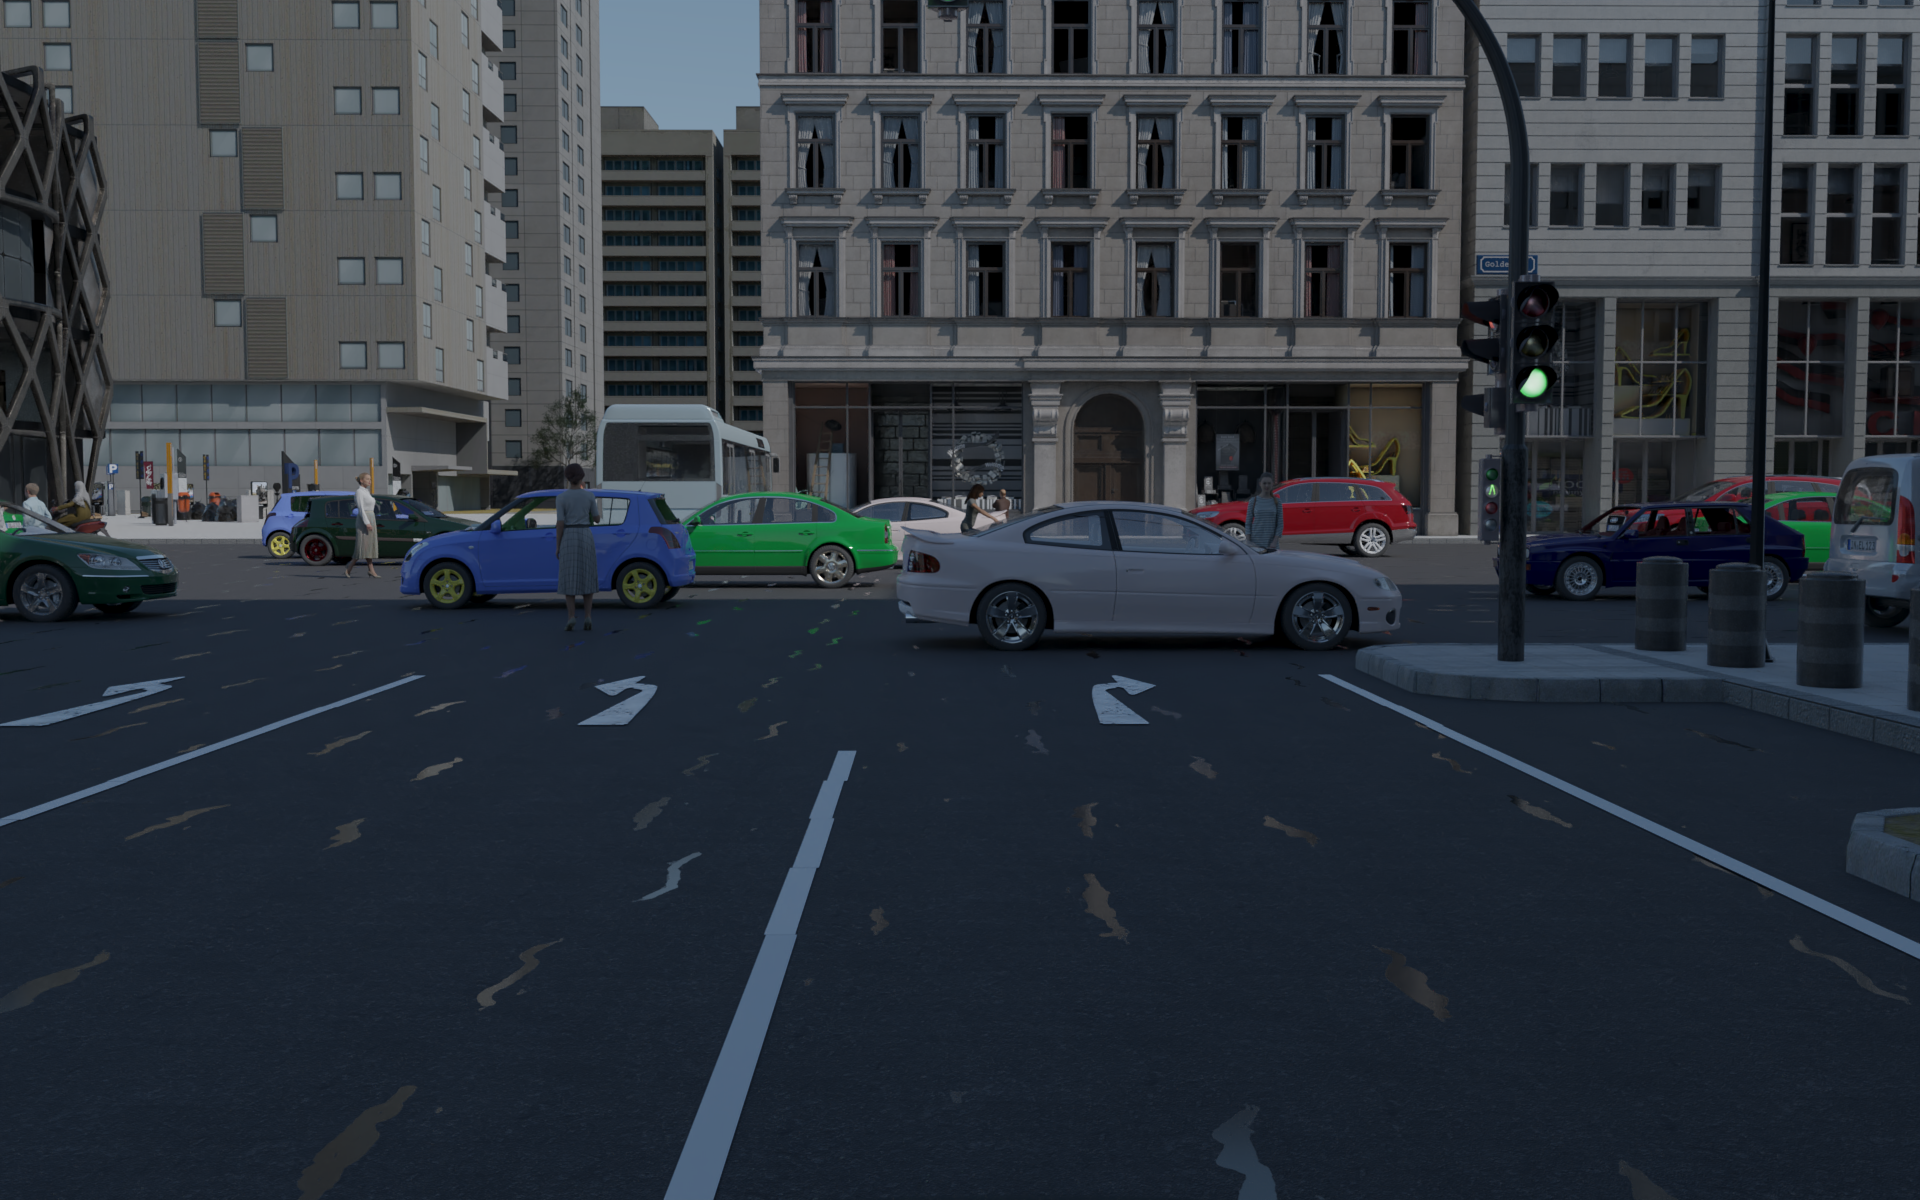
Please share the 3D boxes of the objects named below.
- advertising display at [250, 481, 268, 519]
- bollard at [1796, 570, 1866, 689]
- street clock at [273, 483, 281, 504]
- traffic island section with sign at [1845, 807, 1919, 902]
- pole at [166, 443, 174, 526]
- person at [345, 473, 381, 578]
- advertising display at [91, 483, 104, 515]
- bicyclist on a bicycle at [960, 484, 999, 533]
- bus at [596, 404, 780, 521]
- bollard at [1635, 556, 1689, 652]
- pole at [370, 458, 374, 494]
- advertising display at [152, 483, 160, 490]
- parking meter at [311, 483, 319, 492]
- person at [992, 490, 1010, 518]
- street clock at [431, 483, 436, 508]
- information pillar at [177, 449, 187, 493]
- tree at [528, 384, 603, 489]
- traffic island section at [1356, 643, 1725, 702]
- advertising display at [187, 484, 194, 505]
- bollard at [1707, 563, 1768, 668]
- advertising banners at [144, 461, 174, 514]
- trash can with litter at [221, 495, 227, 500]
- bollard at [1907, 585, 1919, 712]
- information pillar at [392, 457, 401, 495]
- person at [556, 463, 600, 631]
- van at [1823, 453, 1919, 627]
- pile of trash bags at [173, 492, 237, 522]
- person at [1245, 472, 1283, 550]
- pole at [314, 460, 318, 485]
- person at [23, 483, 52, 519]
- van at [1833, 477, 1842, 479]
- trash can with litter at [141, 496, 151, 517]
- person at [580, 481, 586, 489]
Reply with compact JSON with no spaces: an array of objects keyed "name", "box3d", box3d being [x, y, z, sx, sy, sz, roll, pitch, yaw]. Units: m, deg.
[{"name":"advertising display","box3d":[-35.559,-5.057,87.893,0.123,1.923,0.974,2,4,26]},{"name":"bollard","box3d":[5.825,0.191,11.587,0.404,0.777,0.398,0,3,0]},{"name":"street clock","box3d":[-43.628,-6.489,110.665,0.358,2.002,0.471,1,4,22]},{"name":"traffic island section with sign","box3d":[4.360,0.154,6.107,1.989,1.847,2.006,0,4,-1]},{"name":"pole","box3d":[-31.385,-4.584,68.798,0.158,3.312,0.155,0,3,0]},{"name":"person","box3d":[-10.190,-1.269,29.480,0.641,1.798,0.478,1,4,12]},{"name":"advertising display","box3d":[-51.808,-6.043,104.015,0.974,1.923,0.123,2,4,24]},{"name":"bicyclist on a bicycle","box3d":[0.356,-1.244,30.365,1.625,1.676,1.499,0,4,0]},{"name":"bus","box3d":[-6.333,-2.894,42.169,2.948,3.499,13.247,0,4,-1]},{"name":"bollard","box3d":[5.785,0.027,14.283,0.404,0.777,0.398,0,3,0]},{"name":"pole","box3d":[-33.198,-6.358,97.794,0.158,3.312,0.155,0,3,0]},{"name":"advertising display","box3d":[-46.531,-5.851,100.880,0.974,1.923,0.123,-3,4,-39]},{"name":"parking meter","box3d":[-34.898,-5.386,93.775,0.399,1.863,0.255,2,4,28]},{"name":"person","box3d":[1.043,-2.055,44.372,0.482,1.546,0.388,-2,4,-28]},{"name":"street clock","box3d":[-33.151,-6.393,109.096,0.358,2.002,0.471,-1,4,-20]},{"name":"information pillar","box3d":[-40.203,-6.002,89.486,0.183,3.616,0.504,2,4,30]},{"name":"tree","box3d":[-33.046,-12.969,146.460,7.601,10.594,8.767,0,4,3]},{"name":"traffic island section","box3d":[4.259,0.545,13.372,2.009,0.180,2.903,0,4,-1]},{"name":"advertising display","box3d":[-48.058,-6.275,107.803,0.123,1.923,0.974,1,4,13]},{"name":"bollard","box3d":[5.803,0.109,12.935,0.404,0.777,0.398,0,3,0]},{"name":"advertising banners","box3d":[-42.350,-5.865,92.080,2.074,3.025,0.090,0,4,0]},{"name":"trash can with litter","box3d":[-43.092,-5.572,102.165,1.678,1.210,2.233,2,4,26]},{"name":"bollard","box3d":[5.836,0.274,10.238,0.404,0.777,0.398,0,3,0]},{"name":"information pillar","box3d":[-35.205,-7.147,108.216,0.504,3.616,0.183,-2,4,-28]},{"name":"person","box3d":[-4.029,-0.560,18.228,0.480,1.755,0.524,-2,4,-25]},{"name":"van","box3d":[11.309,-0.672,17.992,4.112,2.044,2.013,0,4,-1]},{"name":"pile of trash bags","box3d":[-38.124,-4.665,86.027,1.912,1.369,3.447,1,4,22]},{"name":"person","box3d":[3.773,-0.726,21.376,0.512,1.701,0.522,1,4,9]},{"name":"pole","box3d":[-38.528,-6.716,103.644,0.158,3.312,0.155,0,3,0]},{"name":"person","box3d":[-14.606,-1.039,27.302,0.330,1.601,0.589,1,4,20]},{"name":"van","box3d":[22.054,-2.337,45.228,2.013,2.044,4.112,0,4,-2]},{"name":"trash can with litter","box3d":[-45.078,-5.174,95.975,0.624,1.170,1.055,-1,4,-15]},{"name":"person","box3d":[-9.726,-2.131,43.873,0.750,1.759,0.617,-1,4,-20]}]
